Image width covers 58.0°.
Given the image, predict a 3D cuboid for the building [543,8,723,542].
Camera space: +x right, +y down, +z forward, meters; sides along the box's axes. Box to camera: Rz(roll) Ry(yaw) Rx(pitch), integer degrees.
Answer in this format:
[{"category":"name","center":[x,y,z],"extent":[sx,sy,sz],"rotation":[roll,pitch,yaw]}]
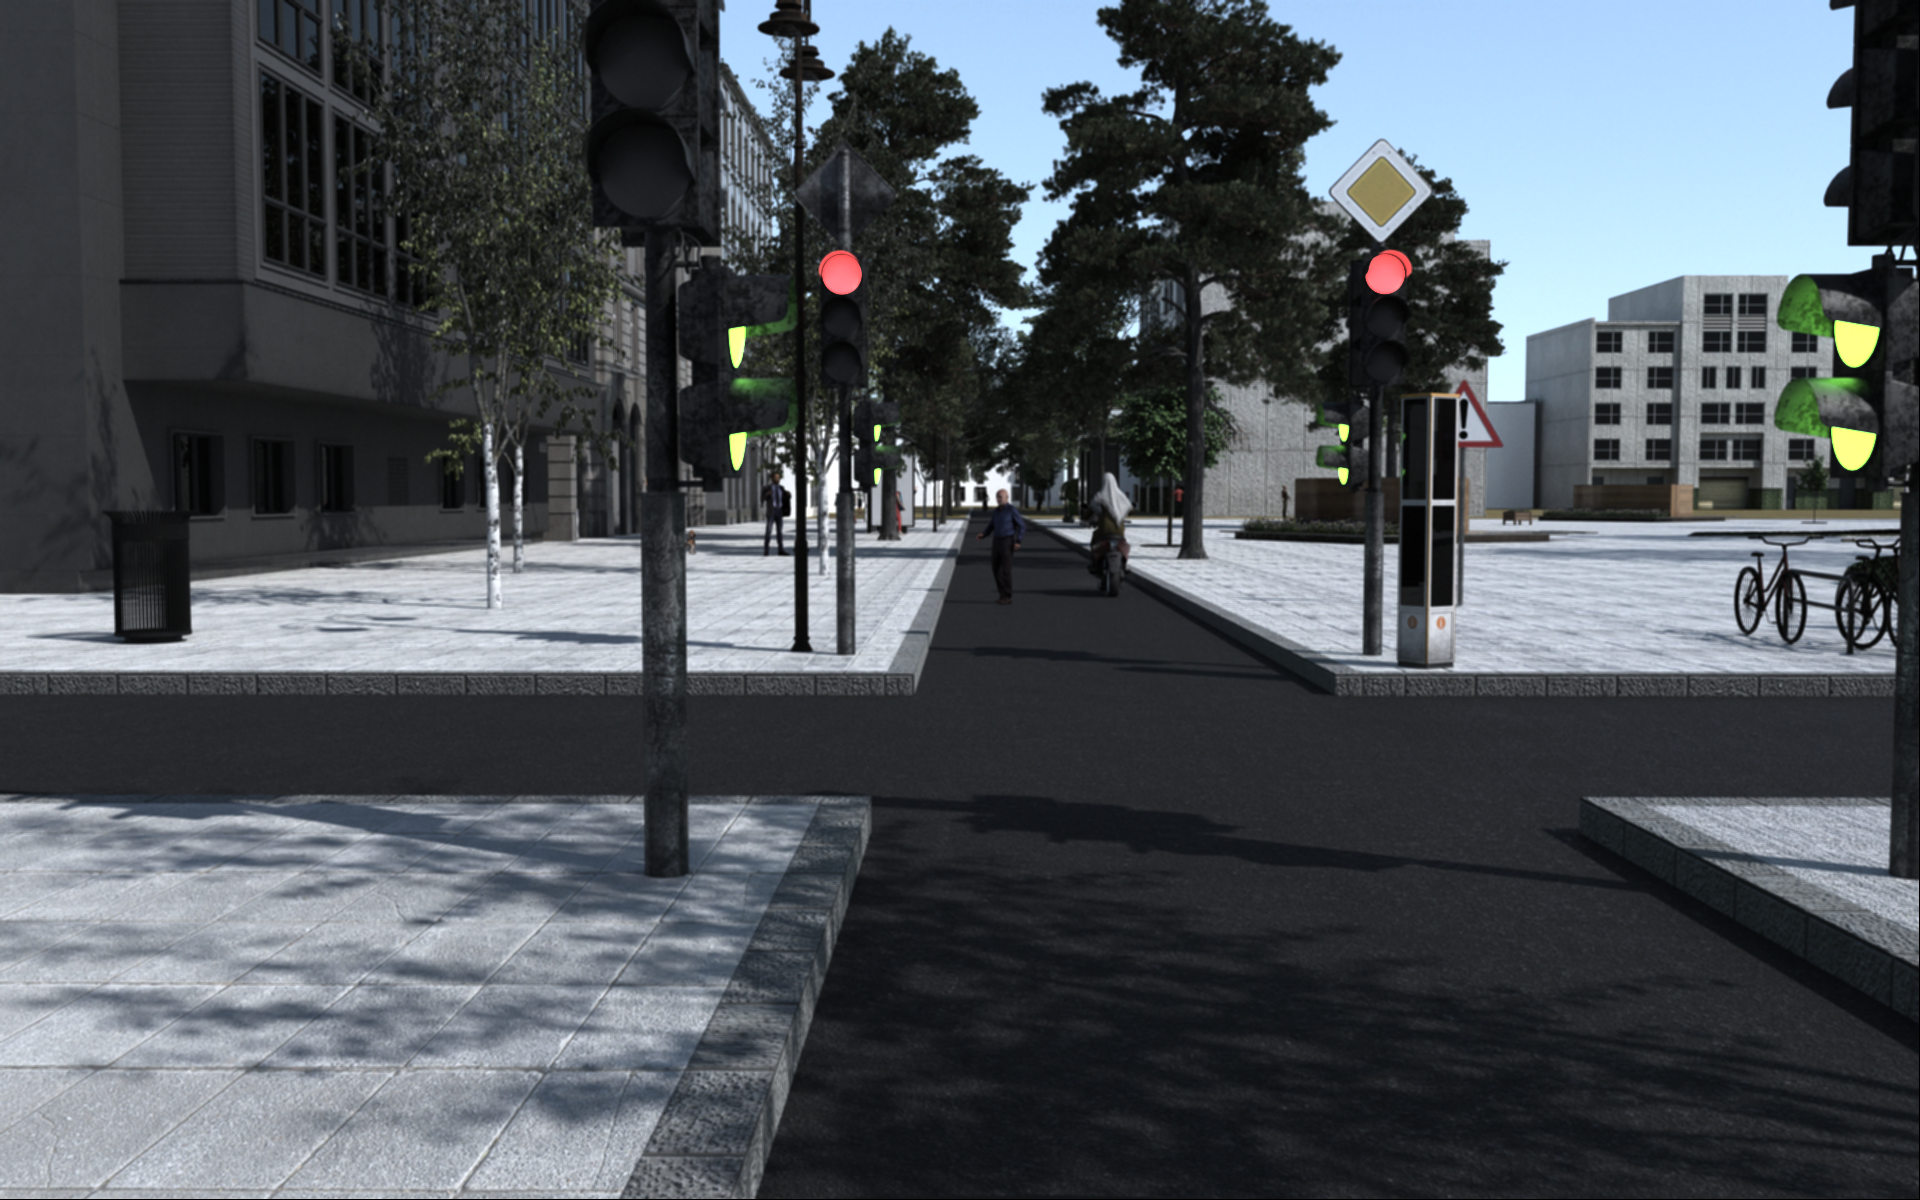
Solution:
[{"category":"building","center":[-16.228,-13.206,57.710],"extent":[13.314,21.916,24.055],"rotation":[0,4,1]}]

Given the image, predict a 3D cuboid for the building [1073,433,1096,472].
[{"category":"building","center":[25.315,-14.875,185.353],"extent":[28.070,9.664,9.099],"rotation":[0,4,1]}]

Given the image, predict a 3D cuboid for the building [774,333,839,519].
[{"category":"building","center":[-12.818,-9.871,103.546],"extent":[9.099,9.664,28.070],"rotation":[0,4,1]}]

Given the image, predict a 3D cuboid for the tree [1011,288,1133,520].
[{"category":"tree","center":[5.689,-10.187,84.688],"extent":[7.486,12.596,7.792],"rotation":[0,3,0]}]

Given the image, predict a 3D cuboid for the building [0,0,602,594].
[{"category":"building","center":[-16.489,-14.664,33.261],"extent":[14.314,27.812,24.014],"rotation":[0,4,1]}]

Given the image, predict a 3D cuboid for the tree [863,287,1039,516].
[{"category":"tree","center":[-0.632,-11.559,99.359],"extent":[12.009,13.543,11.850],"rotation":[0,3,0]}]

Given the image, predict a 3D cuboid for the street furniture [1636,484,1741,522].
[{"category":"street furniture","center":[31.317,-4.697,83.648],"extent":[11.010,1.723,9.812],"rotation":[-3,4,-37]}]

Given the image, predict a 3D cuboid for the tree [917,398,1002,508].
[{"category":"tree","center":[-0.249,-15.562,161.089],"extent":[9.857,13.997,8.962],"rotation":[0,3,0]}]

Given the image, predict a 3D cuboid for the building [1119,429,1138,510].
[{"category":"building","center":[17.351,-12.301,143.274],"extent":[9.099,9.664,28.070],"rotation":[0,4,1]}]

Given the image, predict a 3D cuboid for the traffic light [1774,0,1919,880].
[{"category":"traffic light","center":[3.188,-1.007,5.710],"extent":[0.839,4.213,0.868],"rotation":[0,4,1]}]

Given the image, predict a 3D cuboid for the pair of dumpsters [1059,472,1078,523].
[{"category":"pair of dumpsters","center":[5.298,-4.570,77.216],"extent":[1.574,2.255,4.436],"rotation":[0,4,1]}]

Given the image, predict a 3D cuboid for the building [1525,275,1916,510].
[{"category":"building","center":[66.823,-17.242,148.368],"extent":[31.486,18.905,16.747],"rotation":[0,4,1]}]

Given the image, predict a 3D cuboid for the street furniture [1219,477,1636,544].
[{"category":"street furniture","center":[11.200,-2.585,49.117],"extent":[11.010,1.723,9.812],"rotation":[-2,4,-24]}]

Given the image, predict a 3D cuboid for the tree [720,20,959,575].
[{"category":"tree","center":[-2.105,-4.680,26.879],"extent":[4.360,8.622,3.978],"rotation":[0,3,0]}]

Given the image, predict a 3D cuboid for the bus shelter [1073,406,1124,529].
[{"category":"bus shelter","center":[5.592,-5.522,67.916],"extent":[2.179,5.291,8.768],"rotation":[0,4,1]}]

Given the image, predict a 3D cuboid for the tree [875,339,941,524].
[{"category":"tree","center":[-0.397,-8.513,73.596],"extent":[7.601,10.594,8.767],"rotation":[0,4,5]}]

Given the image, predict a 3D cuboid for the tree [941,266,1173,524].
[{"category":"tree","center":[4.481,-7.534,57.590],"extent":[7.601,10.594,8.767],"rotation":[-1,4,-20]}]

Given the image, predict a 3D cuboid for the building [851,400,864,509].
[{"category":"building","center":[-12.566,-11.585,131.562],"extent":[9.099,9.664,28.070],"rotation":[0,4,1]}]

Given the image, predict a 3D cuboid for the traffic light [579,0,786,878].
[{"category":"traffic light","center":[-0.973,-1.009,5.736],"extent":[0.839,4.213,0.868],"rotation":[0,4,1]}]

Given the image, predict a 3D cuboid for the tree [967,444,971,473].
[{"category":"tree","center":[-1.789,-8.517,89.613],"extent":[4.360,8.622,3.978],"rotation":[0,3,0]}]

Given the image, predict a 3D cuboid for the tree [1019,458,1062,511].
[{"category":"tree","center":[6.300,-9.273,135.325],"extent":[4.285,4.588,4.351],"rotation":[0,3,0]}]

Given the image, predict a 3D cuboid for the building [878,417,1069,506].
[{"category":"building","center":[-2.753,-14.894,185.659],"extent":[28.070,9.664,9.099],"rotation":[0,4,1]}]

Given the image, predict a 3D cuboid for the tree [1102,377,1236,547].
[{"category":"tree","center":[5.057,-3.587,42.355],"extent":[4.285,4.588,4.351],"rotation":[0,3,0]}]

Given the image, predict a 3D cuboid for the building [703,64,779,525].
[{"category":"building","center":[-14.128,-14.063,79.082],"extent":[9.793,20.994,18.267],"rotation":[0,4,1]}]

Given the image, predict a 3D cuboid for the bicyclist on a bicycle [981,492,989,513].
[{"category":"bicyclist on a bicycle","center":[1.906,-7.475,132.229],"extent":[1.499,1.676,1.625],"rotation":[0,4,-1]}]

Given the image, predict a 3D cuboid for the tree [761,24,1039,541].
[{"category":"tree","center":[-1.750,-8.590,47.868],"extent":[7.806,13.903,7.818],"rotation":[0,3,0]}]

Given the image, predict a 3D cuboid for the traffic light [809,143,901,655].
[{"category":"traffic light","center":[-0.892,-1.497,13.721],"extent":[0.839,4.213,0.868],"rotation":[0,4,1]}]

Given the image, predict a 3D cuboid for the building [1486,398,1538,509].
[{"category":"building","center":[36.541,-12.887,152.853],"extent":[28.070,9.664,9.099],"rotation":[0,4,1]}]

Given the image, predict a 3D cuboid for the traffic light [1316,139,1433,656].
[{"category":"traffic light","center":[3.269,-1.495,13.695],"extent":[0.839,4.213,0.868],"rotation":[0,4,1]}]

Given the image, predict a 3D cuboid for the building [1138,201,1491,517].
[{"category":"building","center":[21.521,-15.093,113.226],"extent":[16.747,18.905,31.486],"rotation":[0,4,1]}]

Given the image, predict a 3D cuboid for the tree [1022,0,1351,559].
[{"category":"tree","center":[4.606,-6.834,33.791],"extent":[6.751,12.117,7.091],"rotation":[0,3,0]}]

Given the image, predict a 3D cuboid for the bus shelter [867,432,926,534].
[{"category":"bus shelter","center":[-2.234,-3.965,58.746],"extent":[2.014,3.302,5.546],"rotation":[0,4,1]}]
